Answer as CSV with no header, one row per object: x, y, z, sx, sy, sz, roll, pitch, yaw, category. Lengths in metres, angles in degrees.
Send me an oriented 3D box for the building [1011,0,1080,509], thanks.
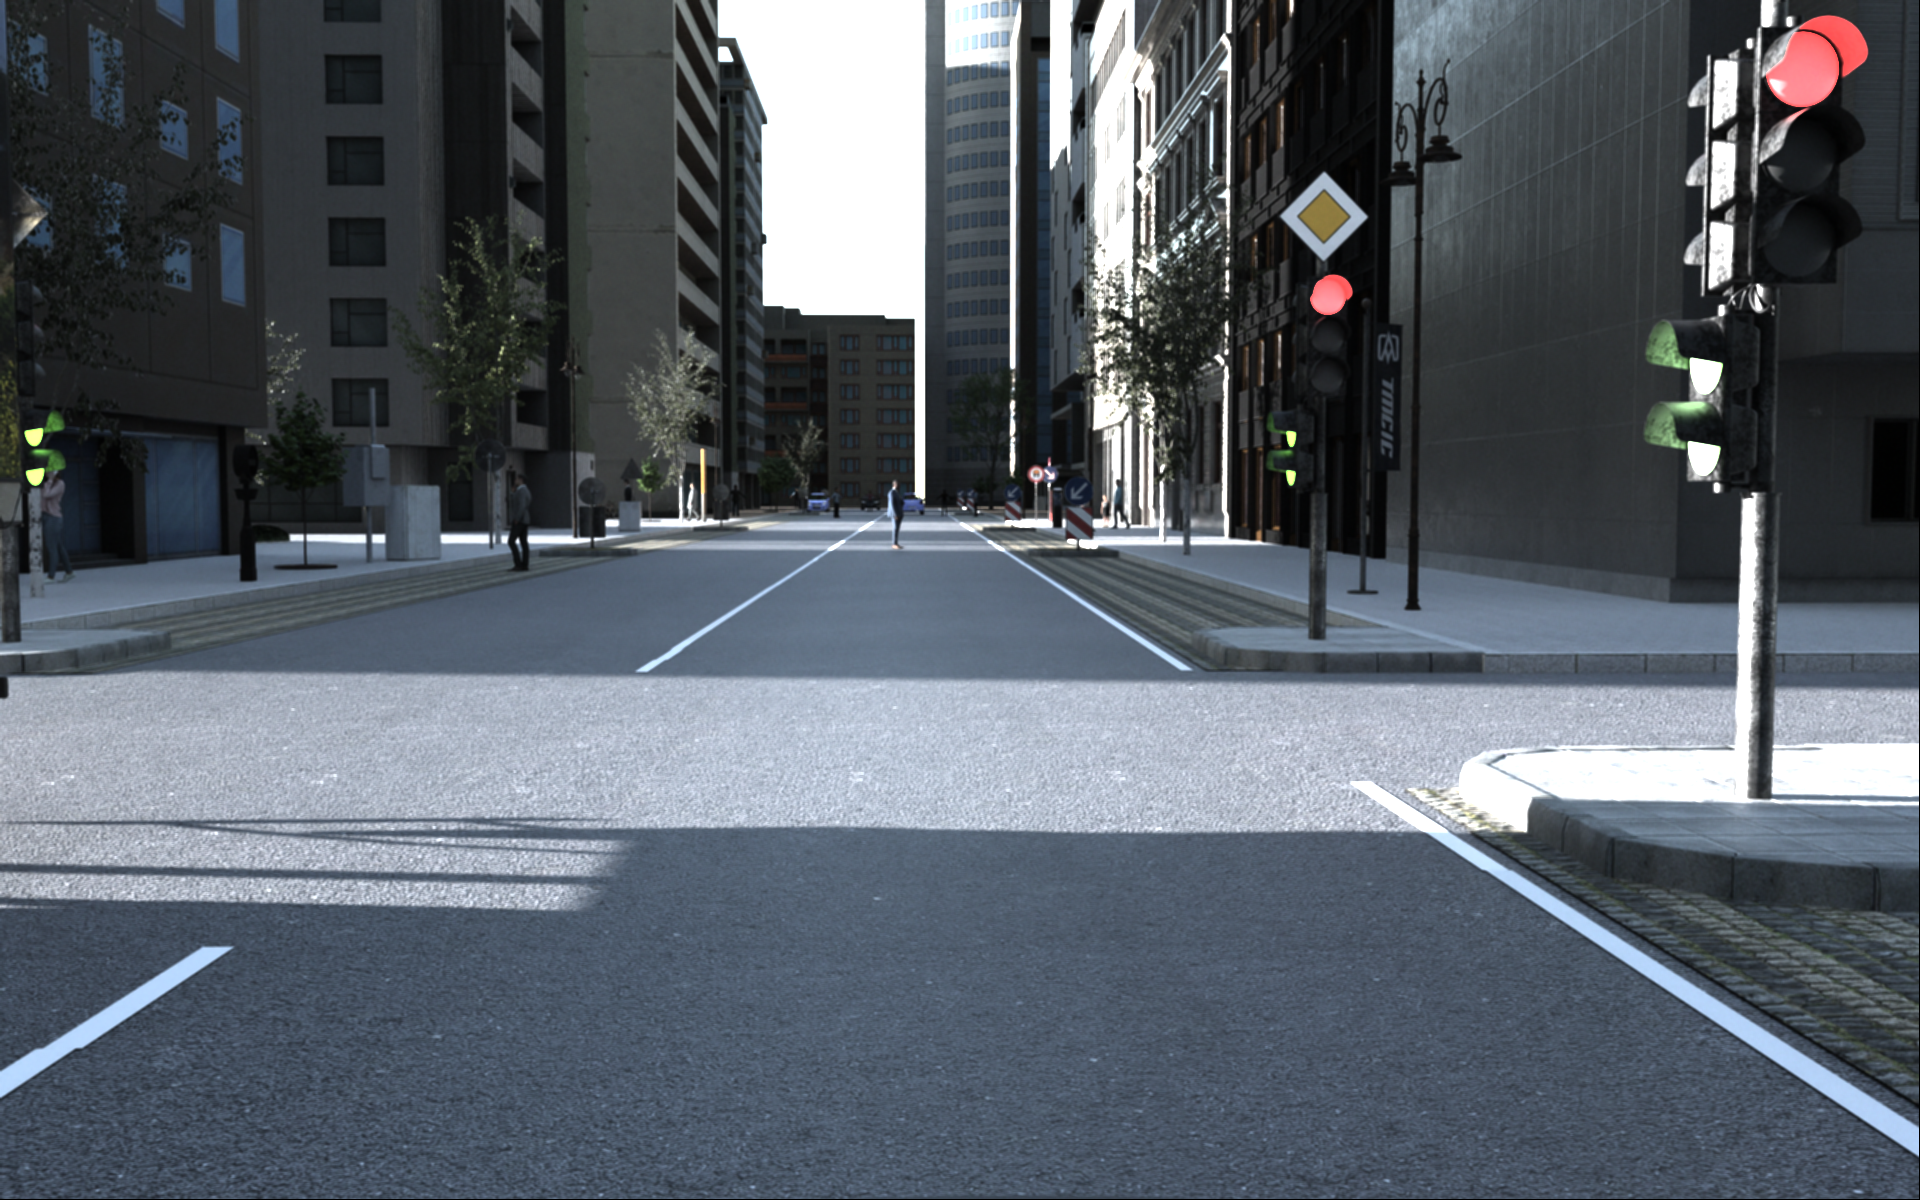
11.868,-30.945,156.053,14.600,45.320,14.200,0,4,-1,building

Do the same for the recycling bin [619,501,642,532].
-11.273,-2.854,59.214,0.722,1.027,0.722,0,4,-6,recycling bin

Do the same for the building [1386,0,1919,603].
23.125,-12.617,25.348,30.058,24.678,14.314,0,4,-1,building

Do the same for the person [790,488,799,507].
-15.596,-9.761,165.616,1.348,1.826,0.705,1,4,18,person

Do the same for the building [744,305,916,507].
-19.336,-21.147,190.785,28.899,21.520,27.650,0,4,-1,building

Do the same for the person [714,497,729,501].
-13.906,-5.764,101.115,1.217,1.723,0.721,3,5,41,person

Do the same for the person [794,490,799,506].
-14.709,-9.138,156.918,0.593,1.643,0.415,-1,4,-19,person

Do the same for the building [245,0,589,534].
-21.356,-17.694,61.004,14.160,30.474,14.107,0,4,-1,building

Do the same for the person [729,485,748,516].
-12.921,-5.734,99.811,1.348,1.821,0.705,0,4,3,person

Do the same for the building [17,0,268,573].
-21.658,-23.169,28.919,14.600,45.320,14.200,0,4,-1,building

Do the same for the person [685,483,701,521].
-12.652,-4.638,81.969,0.767,1.812,0.694,0,4,2,person

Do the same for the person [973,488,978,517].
0.960,-6.126,108.642,0.705,1.826,1.348,0,4,2,person

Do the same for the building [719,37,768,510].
-28.800,-27.828,146.875,23.993,40.220,32.217,0,4,-1,building

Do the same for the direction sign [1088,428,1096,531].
4.482,-4.127,59.481,0.379,3.537,0.876,1,4,12,direction sign

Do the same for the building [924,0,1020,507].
10.261,-39.436,186.774,28.212,58.520,21.231,0,4,-1,building

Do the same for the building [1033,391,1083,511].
22.427,-27.249,137.408,32.217,40.220,23.993,0,4,-1,building

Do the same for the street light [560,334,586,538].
-11.199,-4.738,50.255,0.468,5.910,1.993,0,4,-1,street light

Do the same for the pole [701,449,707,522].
-11.629,-5.186,78.641,0.158,3.312,0.155,0,3,0,pole

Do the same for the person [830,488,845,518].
-7.460,-5.904,105.010,0.705,1.826,1.348,2,4,35,person

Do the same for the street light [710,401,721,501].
-12.057,-6.904,85.664,0.468,5.910,1.993,0,4,-1,street light

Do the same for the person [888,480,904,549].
-1.688,-2.260,45.633,0.419,1.800,0.721,0,4,7,person

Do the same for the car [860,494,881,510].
-8.183,-9.107,158.692,2.009,1.686,4.222,0,4,-1,car

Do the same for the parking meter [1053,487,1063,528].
3.717,-3.519,65.946,0.372,1.533,0.369,0,3,0,parking meter

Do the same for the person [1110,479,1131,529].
5.904,-3.545,63.859,0.748,1.841,0.638,1,4,19,person

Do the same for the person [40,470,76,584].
-12.995,-1.116,24.883,0.593,1.750,0.643,3,5,40,person

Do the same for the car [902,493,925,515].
-3.371,-6.788,120.578,1.945,1.707,3.694,0,4,-3,car

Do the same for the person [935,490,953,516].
-1.035,-6.386,113.732,1.217,1.723,0.721,-1,4,-10,person

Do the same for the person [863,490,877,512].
-7.321,-8.023,140.388,1.217,1.743,0.721,-1,4,-20,person

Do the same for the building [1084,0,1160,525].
12.783,-16.061,80.611,12.078,24.808,19.932,0,4,-1,building

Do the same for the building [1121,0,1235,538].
12.593,-13.701,60.164,11.583,22.565,21.152,0,4,-1,building

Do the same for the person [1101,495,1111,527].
5.658,-3.450,67.115,0.362,1.253,0.373,2,4,30,person

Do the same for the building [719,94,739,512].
-23.105,-21.266,119.401,14.160,30.474,14.107,0,4,-1,building

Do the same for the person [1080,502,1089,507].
4.898,-3.791,68.421,0.834,1.777,0.661,3,5,39,person

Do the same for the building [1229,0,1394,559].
14.151,-12.969,41.715,12.332,23.373,15.834,0,4,-1,building

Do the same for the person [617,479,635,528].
-12.337,-3.570,64.189,0.755,1.850,0.659,0,4,-8,person

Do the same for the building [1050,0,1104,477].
20.180,-31.897,110.748,28.713,52.752,27.495,0,4,-1,building

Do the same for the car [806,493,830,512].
-11.240,-7.799,137.099,1.945,1.707,3.694,0,4,-1,car

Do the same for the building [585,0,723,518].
-25.717,-29.118,99.784,21.300,48.544,21.600,0,4,-1,building

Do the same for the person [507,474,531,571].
-8.172,-1.431,32.071,0.473,1.802,0.592,1,4,12,person
